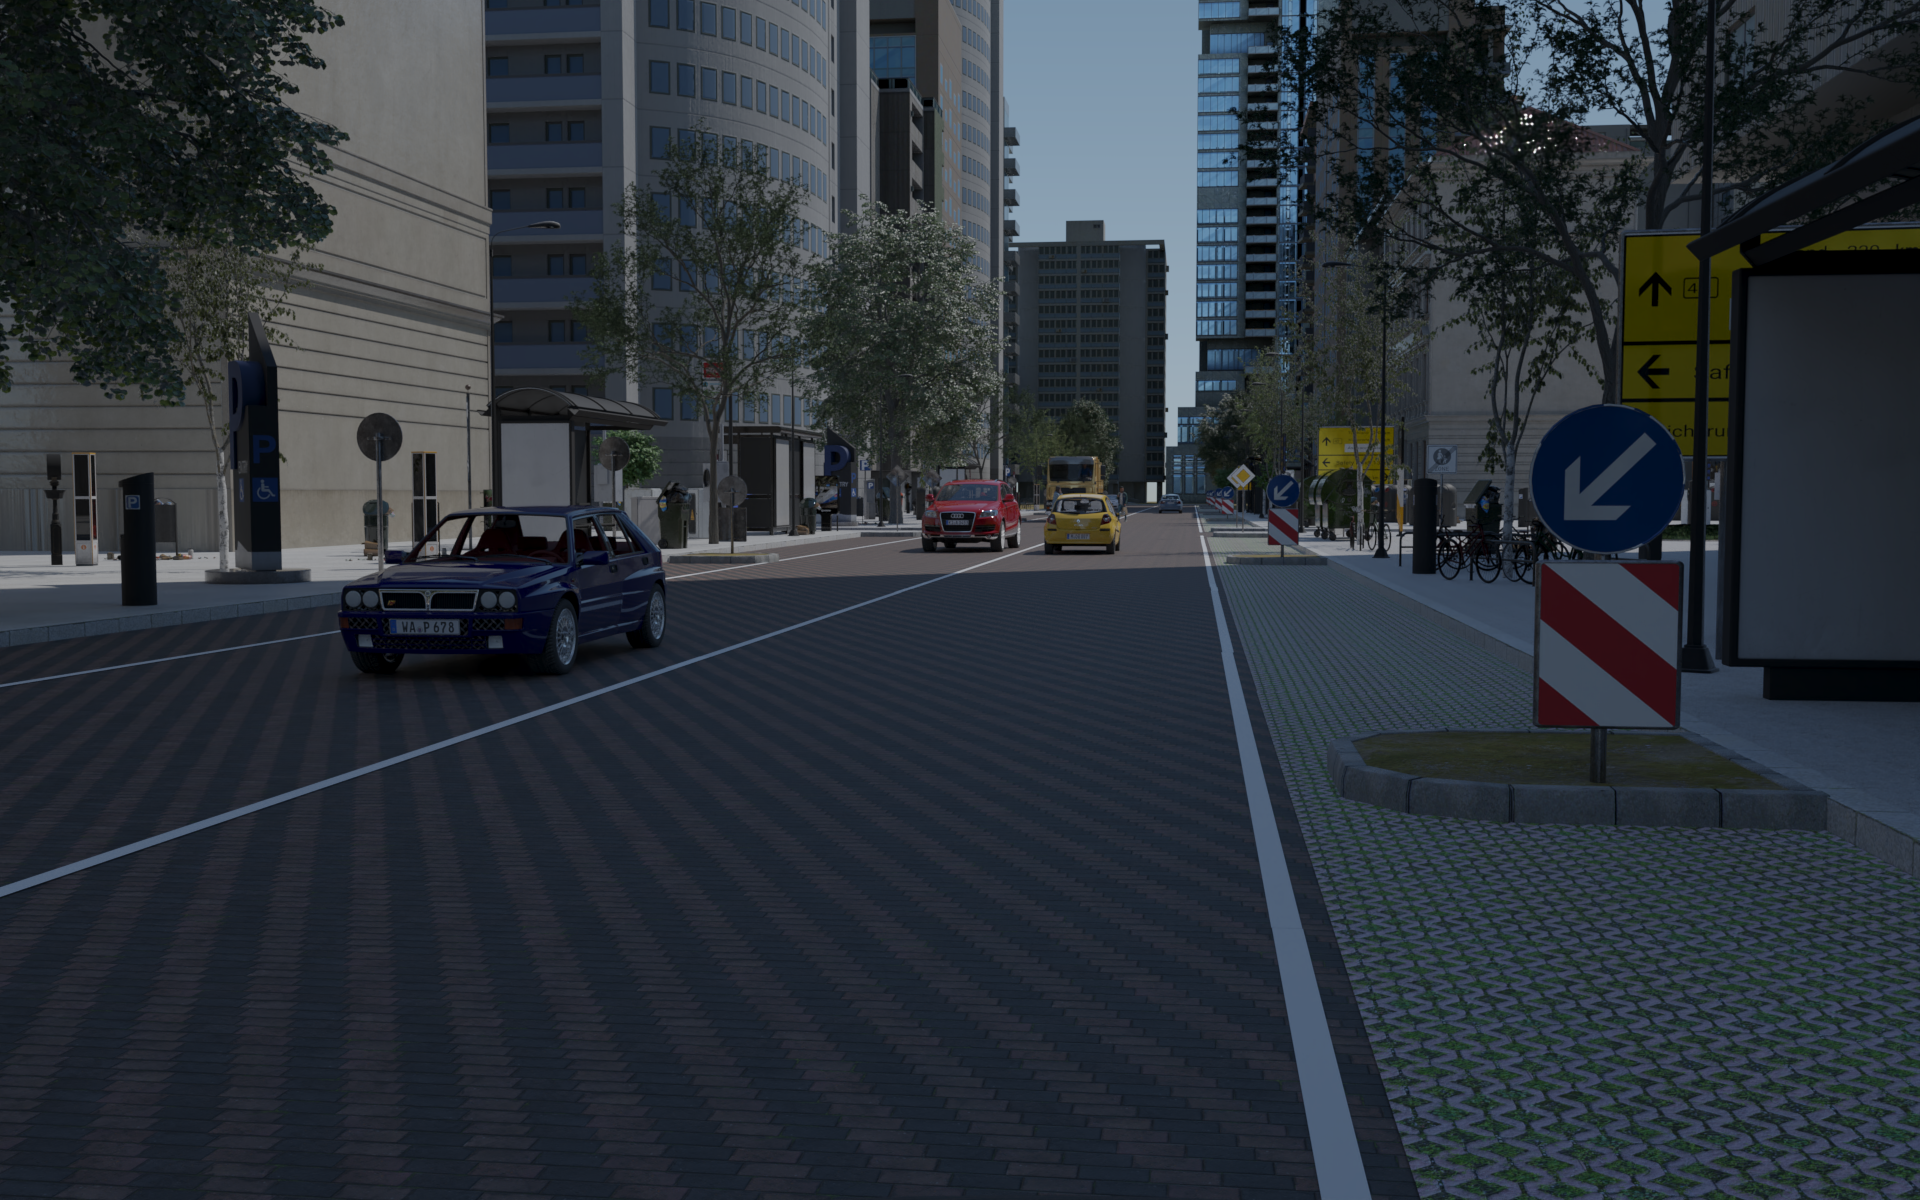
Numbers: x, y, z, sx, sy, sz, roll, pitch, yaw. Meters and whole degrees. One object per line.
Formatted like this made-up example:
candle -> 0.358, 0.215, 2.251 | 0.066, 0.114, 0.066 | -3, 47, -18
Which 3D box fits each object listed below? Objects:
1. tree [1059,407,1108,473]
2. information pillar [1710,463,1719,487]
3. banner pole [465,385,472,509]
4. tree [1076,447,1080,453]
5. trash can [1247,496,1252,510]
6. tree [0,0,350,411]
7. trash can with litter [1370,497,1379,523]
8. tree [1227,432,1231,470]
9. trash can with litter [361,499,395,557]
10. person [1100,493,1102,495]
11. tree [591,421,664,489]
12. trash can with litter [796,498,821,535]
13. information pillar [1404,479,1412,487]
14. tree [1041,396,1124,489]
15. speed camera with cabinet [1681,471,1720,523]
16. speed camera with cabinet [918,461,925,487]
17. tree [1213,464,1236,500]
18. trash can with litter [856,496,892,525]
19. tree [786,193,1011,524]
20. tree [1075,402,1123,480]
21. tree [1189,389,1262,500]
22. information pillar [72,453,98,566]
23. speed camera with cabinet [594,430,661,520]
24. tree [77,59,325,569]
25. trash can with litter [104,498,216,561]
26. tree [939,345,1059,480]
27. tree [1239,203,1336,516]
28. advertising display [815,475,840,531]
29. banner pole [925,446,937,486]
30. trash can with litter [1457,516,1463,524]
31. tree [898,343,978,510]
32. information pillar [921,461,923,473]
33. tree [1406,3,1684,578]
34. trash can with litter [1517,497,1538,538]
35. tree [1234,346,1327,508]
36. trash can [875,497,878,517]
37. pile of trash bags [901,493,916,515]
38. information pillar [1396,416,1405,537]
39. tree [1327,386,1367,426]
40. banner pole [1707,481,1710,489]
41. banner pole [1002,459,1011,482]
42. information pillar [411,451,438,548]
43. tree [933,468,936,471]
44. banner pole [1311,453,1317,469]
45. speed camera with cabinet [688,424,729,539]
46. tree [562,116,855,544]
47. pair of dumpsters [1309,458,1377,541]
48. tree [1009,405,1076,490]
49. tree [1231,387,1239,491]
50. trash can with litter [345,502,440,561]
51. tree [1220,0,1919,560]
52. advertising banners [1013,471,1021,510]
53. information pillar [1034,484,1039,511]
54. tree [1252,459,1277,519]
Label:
tree -> 12.447, -15.370, 185.711 | 7.601, 10.594, 8.767 | 2, 4, 30
information pillar -> 55.724, -8.377, 128.310 | 0.504, 3.616, 0.183 | 0, 4, 7
banner pole -> -11.192, -3.023, 39.444 | 0.401, 3.779, 0.863 | -1, 4, -12
tree -> 8.942, -12.921, 161.620 | 4.737, 8.622, 4.395 | 0, 3, 0
trash can -> 22.840, -7.595, 135.826 | 0.748, 1.137, 0.748 | 0, 3, 0
tree -> -10.492, -6.778, 17.470 | 9.857, 13.997, 8.962 | 0, 3, 0
trash can with litter -> 16.174, -3.529, 69.079 | 1.055, 1.170, 0.624 | -1, 4, -18
tree -> 18.076, -9.242, 101.462 | 4.360, 8.622, 3.978 | 0, 3, 0
trash can with litter -> -12.092, -1.503, 35.960 | 0.624, 1.170, 1.055 | -1, 4, -13
person -> 17.847, -13.015, 221.819 | 0.617, 1.759, 0.750 | 3, 4, 37
tree -> -14.518, -5.584, 75.012 | 4.285, 4.588, 4.351 | 0, 3, 0
trash can with litter -> -4.782, -2.628, 54.353 | 0.624, 1.170, 1.055 | 1, 4, 10
information pillar -> 22.376, -5.026, 86.659 | 0.304, 2.012, 0.304 | -3, 4, -38
tree -> 14.464, -17.428, 201.955 | 9.611, 12.733, 9.660 | 0, 3, 0
speed camera with cabinet -> 30.295, -4.629, 70.014 | 2.038, 3.252, 0.660 | 0, 4, -4
speed camera with cabinet -> -1.189, -5.940, 91.457 | 2.038, 3.252, 0.660 | 1, 4, 12
tree -> 29.099, -12.523, 188.465 | 4.285, 4.588, 4.351 | 0, 3, 0
trash can with litter -> -3.970, -3.759, 72.516 | 2.233, 1.210, 1.678 | 1, 4, 13
tree -> -2.675, -10.278, 74.703 | 9.857, 13.997, 8.962 | 0, 3, 0
tree -> 16.506, -18.066, 213.507 | 7.486, 12.596, 7.792 | 0, 3, 0
tree -> 32.820, -18.623, 211.146 | 9.857, 13.997, 8.962 | 0, 3, 0
information pillar -> -15.588, -1.613, 30.865 | 0.304, 2.012, 0.304 | -1, 4, -9
speed camera with cabinet -> -10.043, -3.550, 52.372 | 2.038, 3.252, 0.660 | 1, 4, 21
tree -> -12.674, -4.824, 29.229 | 4.360, 8.622, 3.978 | 0, 3, 0
trash can with litter -> -15.929, -1.395, 33.865 | 2.233, 1.210, 1.678 | 0, 4, -2
tree -> 1.432, -10.463, 105.490 | 8.767, 10.594, 7.601 | 0, 4, 2
tree -> 9.959, -5.686, 43.322 | 4.360, 8.622, 3.978 | 0, 3, 0
advertising display -> -4.613, -3.336, 59.764 | 0.974, 1.923, 0.123 | 1, 4, 22
banner pole -> -1.444, -6.086, 89.530 | 0.863, 3.779, 0.401 | -1, 4, -10
trash can with litter -> 21.284, -3.911, 75.335 | 1.055, 1.170, 0.624 | 0, 4, -6
tree -> -1.379, -8.100, 82.801 | 4.737, 8.622, 4.395 | 0, 3, 0
information pillar -> -2.019, -6.585, 99.021 | 0.504, 3.616, 0.183 | 3, 5, 42
tree -> 8.611, -4.646, 26.324 | 4.360, 8.622, 3.978 | 0, 3, 0
trash can with litter -> 17.261, -2.436, 50.893 | 2.233, 1.210, 1.678 | -2, 4, -25
tree -> 15.458, -8.275, 85.654 | 4.737, 8.622, 4.395 | 0, 3, 0
trash can -> -4.527, -5.203, 96.725 | 0.748, 1.137, 0.748 | 0, 3, 0
pile of trash bags -> -2.517, -5.914, 106.453 | 3.447, 1.369, 1.912 | 2, 4, 23
information pillar -> 13.308, -3.728, 52.305 | 0.183, 3.616, 0.504 | 0, 4, 1
tree -> 24.370, -9.948, 113.013 | 4.737, 8.622, 4.395 | 0, 3, 0
banner pole -> 53.494, -8.195, 124.006 | 0.863, 3.779, 0.401 | -2, 4, -28
banner pole -> 3.387, -8.218, 124.384 | 0.863, 3.779, 0.401 | -3, 4, -36
information pillar -> -9.254, -1.558, 29.963 | 0.304, 2.012, 0.304 | 2, 4, 28
tree -> -1.595, -7.291, 113.816 | 1.663, 3.219, 1.824 | 0, 3, 0
banner pole -> 21.815, -7.120, 106.426 | 0.863, 3.779, 0.401 | 3, 5, 40
speed camera with cabinet -> -7.201, -3.368, 49.406 | 0.660, 3.252, 2.038 | -2, 4, -28
tree -> -6.479, -6.691, 43.806 | 8.767, 10.594, 7.601 | 2, 4, 23
pair of dumpsters -> 10.861, -2.860, 49.247 | 1.574, 2.255, 4.437 | 0, 4, 8
tree -> 5.995, -11.683, 141.386 | 4.737, 8.622, 4.395 | 0, 3, 0
tree -> 15.169, -7.989, 80.990 | 4.360, 8.622, 3.978 | 0, 3, 0
trash can with litter -> -10.848, -1.392, 33.814 | 2.233, 1.210, 1.678 | -2, 4, -24
tree -> 7.077, -5.161, 18.793 | 8.767, 10.594, 7.601 | 0, 4, -6
advertising banners -> 4.384, -8.401, 133.546 | 0.090, 3.025, 2.074 | -1, 4, -14
information pillar -> 5.804, -7.754, 131.267 | 0.304, 2.012, 0.304 | 3, 5, 40
tree -> 16.299, -5.875, 90.659 | 1.663, 3.219, 1.824 | 0, 3, 0
